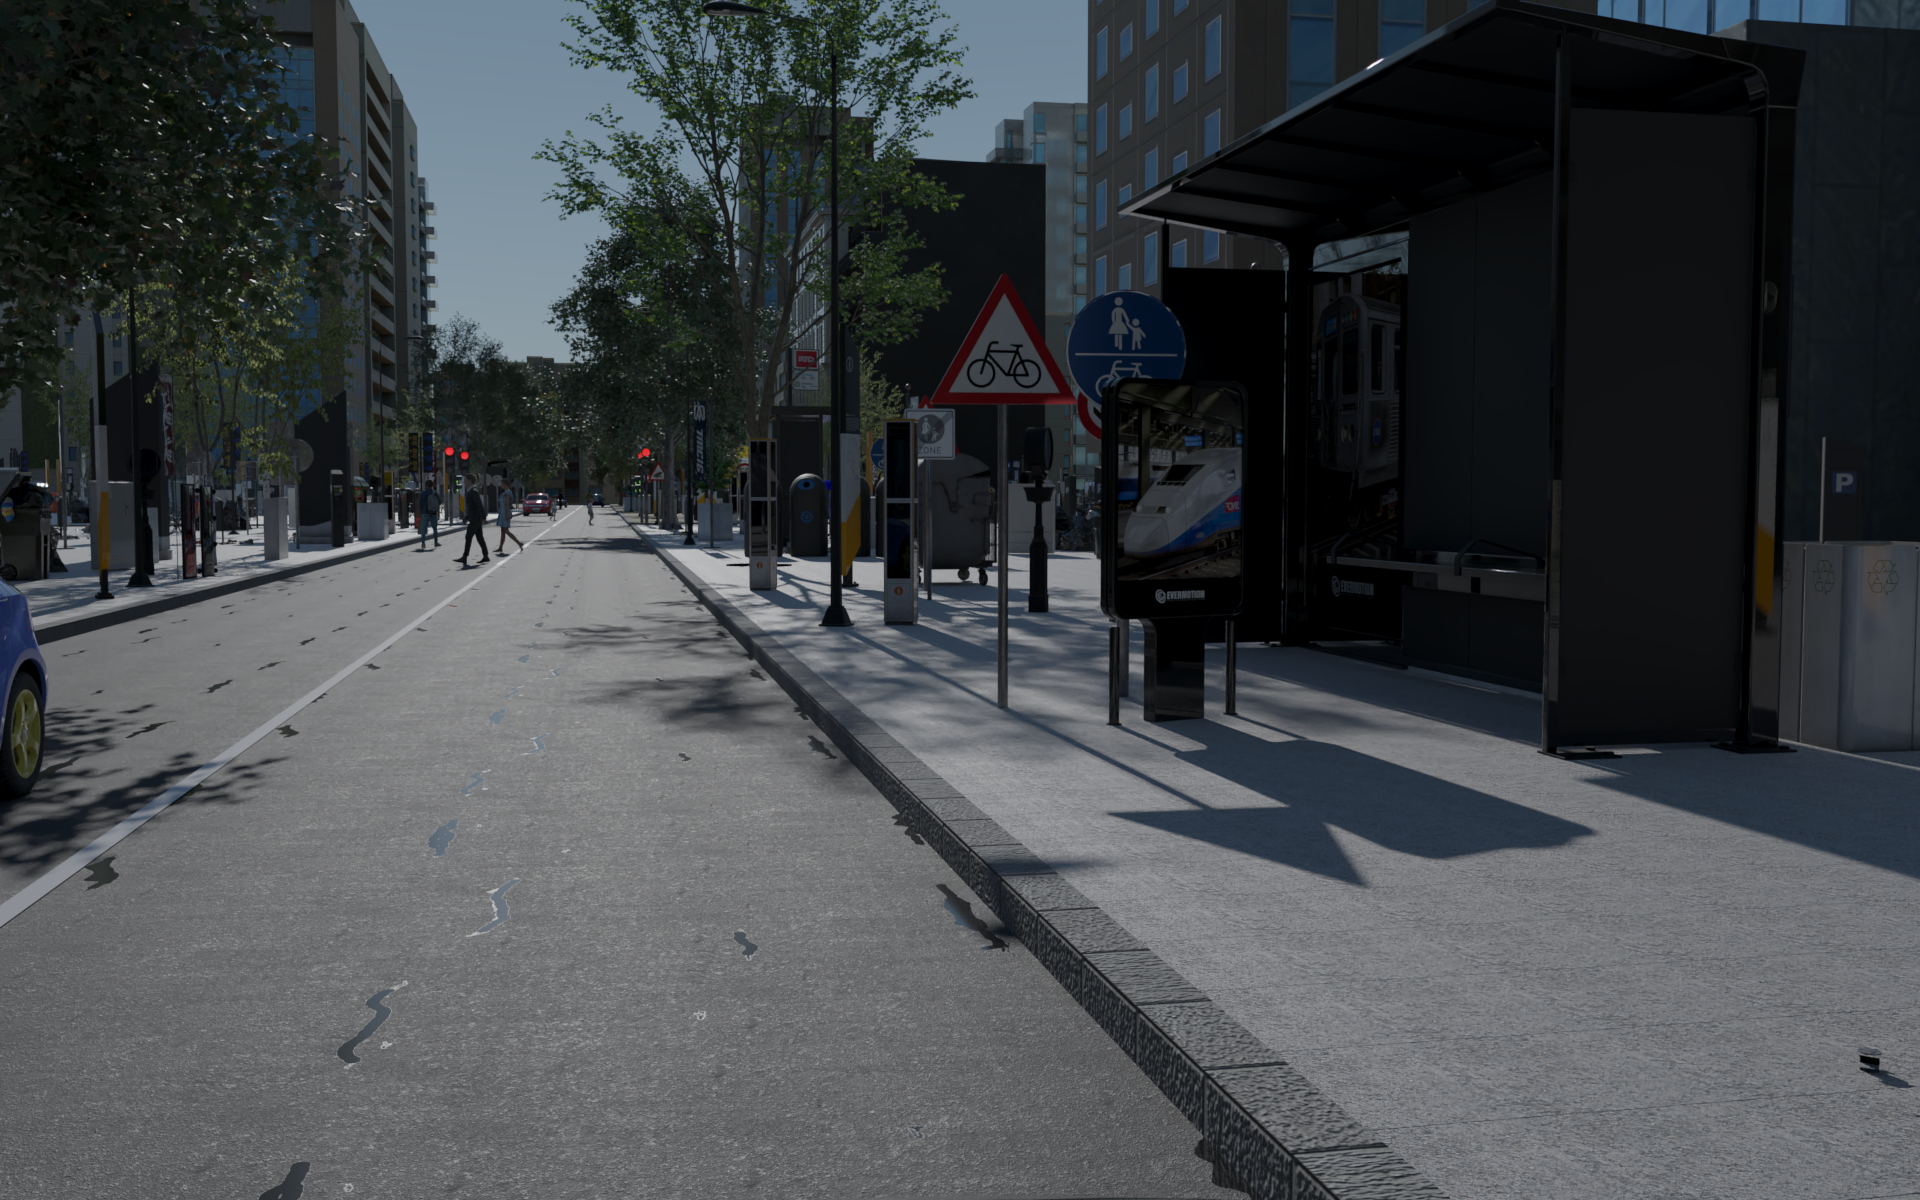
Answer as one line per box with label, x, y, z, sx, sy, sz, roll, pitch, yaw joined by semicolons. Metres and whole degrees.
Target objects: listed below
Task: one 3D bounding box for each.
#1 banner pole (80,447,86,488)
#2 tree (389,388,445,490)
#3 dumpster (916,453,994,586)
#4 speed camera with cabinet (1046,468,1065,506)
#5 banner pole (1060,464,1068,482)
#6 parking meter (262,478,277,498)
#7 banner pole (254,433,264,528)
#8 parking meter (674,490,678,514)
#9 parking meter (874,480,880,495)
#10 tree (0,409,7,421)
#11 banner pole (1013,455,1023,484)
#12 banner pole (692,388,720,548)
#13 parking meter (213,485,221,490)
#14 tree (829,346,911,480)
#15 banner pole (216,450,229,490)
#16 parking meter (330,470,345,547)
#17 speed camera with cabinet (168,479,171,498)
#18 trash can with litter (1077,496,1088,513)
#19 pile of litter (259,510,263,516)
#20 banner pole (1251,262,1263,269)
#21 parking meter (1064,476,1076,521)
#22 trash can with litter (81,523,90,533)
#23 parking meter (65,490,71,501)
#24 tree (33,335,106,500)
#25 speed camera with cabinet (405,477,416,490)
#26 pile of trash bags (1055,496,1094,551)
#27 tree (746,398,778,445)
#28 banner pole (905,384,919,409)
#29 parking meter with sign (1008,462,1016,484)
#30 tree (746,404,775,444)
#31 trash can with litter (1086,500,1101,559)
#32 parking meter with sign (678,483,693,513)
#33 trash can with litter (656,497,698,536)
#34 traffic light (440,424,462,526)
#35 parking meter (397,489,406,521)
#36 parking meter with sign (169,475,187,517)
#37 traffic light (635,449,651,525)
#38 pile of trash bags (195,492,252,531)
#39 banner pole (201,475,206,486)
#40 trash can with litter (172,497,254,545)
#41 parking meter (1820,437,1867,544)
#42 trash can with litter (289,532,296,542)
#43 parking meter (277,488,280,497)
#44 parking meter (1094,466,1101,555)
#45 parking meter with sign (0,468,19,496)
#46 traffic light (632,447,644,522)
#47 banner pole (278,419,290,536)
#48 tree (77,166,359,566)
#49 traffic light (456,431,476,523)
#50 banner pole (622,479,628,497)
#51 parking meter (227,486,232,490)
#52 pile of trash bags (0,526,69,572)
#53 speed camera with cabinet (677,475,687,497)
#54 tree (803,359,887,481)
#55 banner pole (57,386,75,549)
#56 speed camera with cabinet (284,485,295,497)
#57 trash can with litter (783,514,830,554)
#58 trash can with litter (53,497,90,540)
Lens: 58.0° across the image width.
banner pole;-45.379;-6.091;89.613;0.863;3.779;0.401;3;5;41
tree;-36.109;-10.100;115.492;4.360;8.622;3.978;0;3;0
dumpster;-0.273;-1.166;24.828;1.264;1.857;1.865;-1;4;-12
speed camera with cabinet;6.251;-7.264;113.108;2.038;3.252;0.660;-1;4;-18
banner pole;8.671;-9.467;144.805;0.863;3.779;0.401;1;4;9
parking meter;-23.163;-3.206;58.128;0.255;1.863;0.399;3;5;42
banner pole;-26.090;-4.554;64.467;0.863;3.779;0.401;3;5;42
parking meter;-18.532;-6.385;112.803;0.372;1.533;0.369;0;3;0
parking meter;-3.392;-4.058;72.061;0.255;1.863;0.399;1;4;13
tree;-49.617;-8.274;85.644;4.360;8.622;3.978;0;3;0
banner pole;3.786;-7.418;111.298;0.863;3.779;0.401;1;4;11
banner pole;-6.011;-3.104;40.771;0.401;3.779;0.863;2;4;34
parking meter;-46.658;-6.305;108.802;0.255;1.863;0.399;3;4;36
tree;-4.511;-8.168;83.903;4.360;8.622;3.978;0;3;0
banner pole;-42.319;-6.682;99.262;0.863;3.779;0.401;0;4;2
parking meter;-15.069;-2.214;41.912;0.255;1.863;0.399;-2;4;-28
speed camera with cabinet;-48.909;-6.773;105.079;2.038;3.252;0.660;1;4;19
trash can with litter;7.750;-6.097;110.750;1.678;1.210;2.233;2;4;30
pile of litter;-40.172;-5.338;101.240;1.719;0.858;1.176;-1;4;-12
banner pole;2.985;-1.758;18.768;0.863;3.779;0.401;-1;4;-14
parking meter;3.574;-3.082;56.109;0.255;1.863;0.399;-2;4;-26
trash can with litter;-28.617;-2.823;57.542;0.624;1.170;1.055;1;4;21
parking meter;-53.975;-5.897;104.834;0.372;1.533;0.369;0;3;0
tree;-40.988;-8.004;81.230;4.737;8.622;4.395;0;3;0
speed camera with cabinet;-39.934;-8.177;128.022;2.038;3.252;0.660;-2;4;-32
pile of trash bags;2.599;-1.877;40.438;1.912;1.369;3.447;-2;4;-24
tree;-15.253;-10.952;129.434;4.360;8.622;3.978;0;3;0
banner pole;-1.091;-3.018;39.365;0.401;3.779;0.863;-2;4;-23
parking meter with sign;2.774;-5.992;94.229;0.543;3.016;1.738;1;4;21
tree;-15.523;-11.428;137.209;4.737;8.622;4.395;0;3;0
trash can with litter;2.967;-1.392;34.141;0.624;1.170;1.055;2;4;29
parking meter with sign;-18.136;-7.302;115.651;1.738;3.016;0.543;0;4;-8
trash can with litter;-8.359;-2.608;53.701;1.678;1.210;2.233;-2;4;-31
traffic light;-20.346;-4.912;69.229;0.839;4.253;0.868;-1;4;-12
parking meter;-26.315;-4.478;81.632;0.372;1.533;0.369;0;3;0
parking meter with sign;-44.499;-6.283;98.980;1.738;3.016;0.543;1;4;21
traffic light;-12.849;-5.008;70.803;0.839;4.253;0.868;-1;4;-12
pile of trash bags;-26.365;-3.129;60.904;1.912;1.369;3.447;0;4;0
banner pole;-45.631;-7.010;104.633;0.863;3.779;0.401;0;4;-3
trash can with litter;-18.719;-2.021;44.106;2.233;1.210;1.678;1;4;11
parking meter;9.121;-0.746;17.901;0.399;1.863;0.255;1;4;20
trash can with litter;-17.373;-2.132;46.250;1.055;1.170;0.624;0;4;-5
parking meter;-29.688;-4.091;75.293;0.372;1.533;0.369;0;3;0
parking meter;3.024;-1.867;36.236;0.399;1.863;0.255;3;5;42
parking meter with sign;-27.555;-3.285;49.973;1.738;3.016;0.543;-1;4;-16
traffic light;-14.479;-5.486;78.620;0.839;4.253;0.868;-1;4;-12
banner pole;-20.650;-3.824;52.534;0.401;3.779;0.863;-3;5;-39
tree;-13.416;-4.910;30.635;4.360;8.622;3.978;0;3;0
traffic light;-21.976;-5.390;77.046;0.839;4.253;0.868;-1;4;-12
banner pole;-28.994;-9.788;150.052;0.401;3.779;0.863;2;4;31
parking meter;-49.808;-6.884;118.269;0.399;1.863;0.255;0;4;7
pile of trash bags;-15.549;-1.130;28.233;1.912;1.369;3.447;-1;4;-12
speed camera with cabinet;-19.155;-7.912;123.691;2.038;3.252;0.660;-2;4;-33
tree;-6.183;-8.820;94.572;4.737;8.622;4.395;0;3;0
banner pole;-20.942;-3.081;40.392;0.401;3.779;0.863;-2;4;-32
speed camera with cabinet;-24.904;-4.413;66.493;2.038;3.252;0.660;-2;4;-33
trash can with litter;-3.401;-1.645;37.947;1.678;1.210;2.233;2;4;34
trash can with litter;-25.468;-2.306;48.762;1.678;1.210;2.233;-1;4;-18
